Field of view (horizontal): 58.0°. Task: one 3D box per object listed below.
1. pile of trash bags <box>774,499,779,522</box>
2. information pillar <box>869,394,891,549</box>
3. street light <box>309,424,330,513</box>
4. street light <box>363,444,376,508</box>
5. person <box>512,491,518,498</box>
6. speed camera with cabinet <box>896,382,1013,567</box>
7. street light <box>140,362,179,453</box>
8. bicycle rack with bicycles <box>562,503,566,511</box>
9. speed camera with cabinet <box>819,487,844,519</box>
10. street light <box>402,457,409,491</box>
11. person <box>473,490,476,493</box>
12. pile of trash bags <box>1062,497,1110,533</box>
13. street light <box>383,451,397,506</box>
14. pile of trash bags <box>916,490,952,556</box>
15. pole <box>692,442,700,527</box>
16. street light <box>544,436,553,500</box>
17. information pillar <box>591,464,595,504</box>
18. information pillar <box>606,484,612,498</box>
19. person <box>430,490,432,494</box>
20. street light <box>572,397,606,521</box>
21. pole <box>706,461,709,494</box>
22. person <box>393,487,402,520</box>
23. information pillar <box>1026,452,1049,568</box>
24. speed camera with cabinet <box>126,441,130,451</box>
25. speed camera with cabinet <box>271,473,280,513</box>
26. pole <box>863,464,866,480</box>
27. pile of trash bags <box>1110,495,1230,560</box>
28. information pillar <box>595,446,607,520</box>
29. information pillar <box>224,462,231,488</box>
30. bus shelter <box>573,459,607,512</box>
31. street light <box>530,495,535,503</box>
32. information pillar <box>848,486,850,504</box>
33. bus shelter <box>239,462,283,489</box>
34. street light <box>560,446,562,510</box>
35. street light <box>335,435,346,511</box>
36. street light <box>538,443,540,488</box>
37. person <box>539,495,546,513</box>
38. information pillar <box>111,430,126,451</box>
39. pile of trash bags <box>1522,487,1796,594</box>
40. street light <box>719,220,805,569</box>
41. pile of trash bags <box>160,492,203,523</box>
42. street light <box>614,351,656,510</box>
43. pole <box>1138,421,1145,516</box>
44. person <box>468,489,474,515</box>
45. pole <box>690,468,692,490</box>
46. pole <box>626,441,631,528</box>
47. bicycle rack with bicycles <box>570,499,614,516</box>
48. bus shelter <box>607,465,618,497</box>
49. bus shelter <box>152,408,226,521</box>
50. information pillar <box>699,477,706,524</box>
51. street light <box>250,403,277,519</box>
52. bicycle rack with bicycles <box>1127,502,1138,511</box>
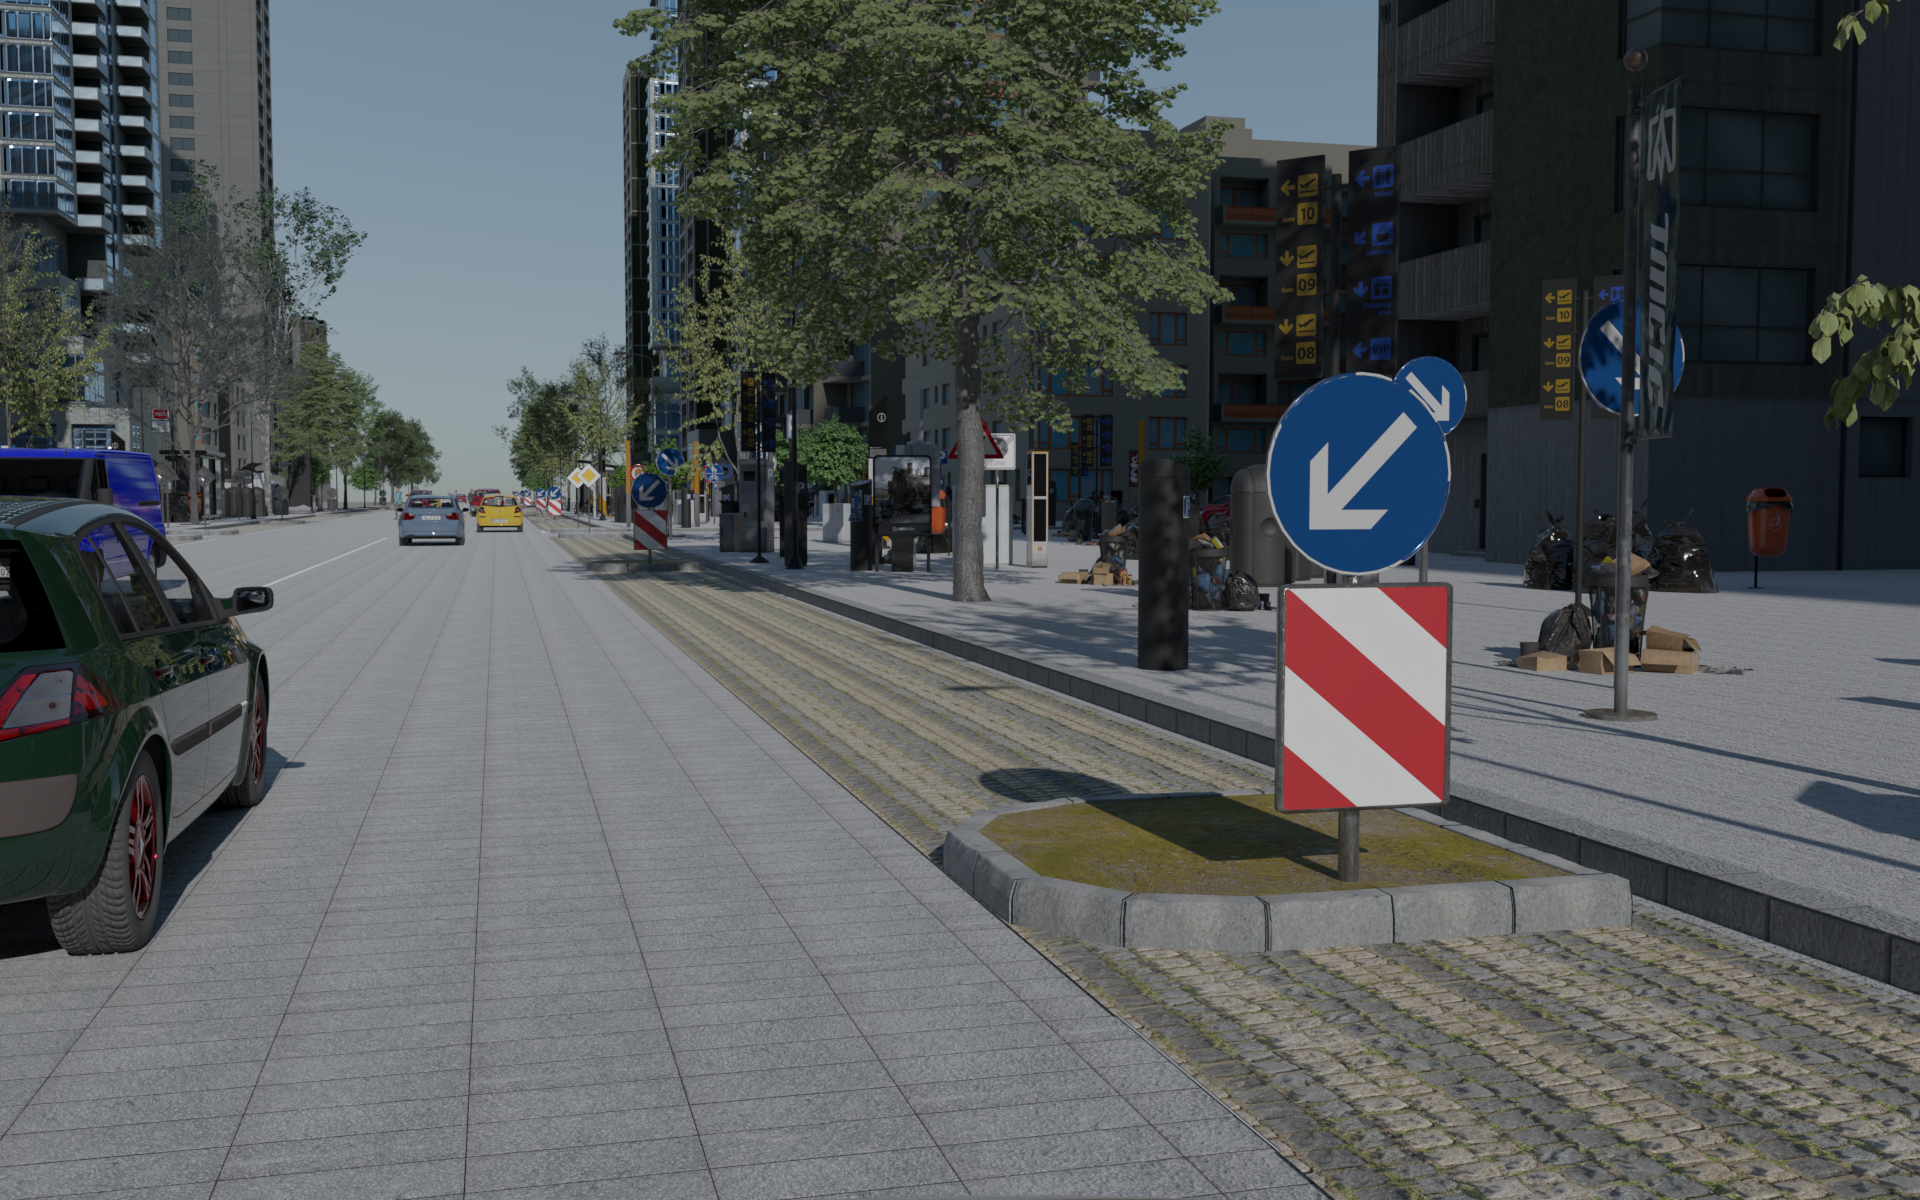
[{"bbox_3d":[-8.389,-4.300,80.064,1.912,1.369,3.447,-1,4,-23],"label":"pile of trash bags"},{"bbox_3d":[-1.887,-3.007,40.525,0.504,3.616,0.183,1,4,17],"label":"information pillar"},{"bbox_3d":[-42.713,-8.743,115.483,1.470,5.913,1.316,-1,4,-15],"label":"street light"},{"bbox_3d":[-54.941,-11.548,161.345,1.470,5.913,1.316,-1,4,-15],"label":"street light"},{"bbox_3d":[-43.665,-9.782,169.148,1.217,1.735,0.721,1,4,12],"label":"person"},{"bbox_3d":[-0.098,-2.243,31.009,2.038,3.252,0.660,-1,4,-18],"label":"speed camera with cabinet"},{"bbox_3d":[-28.095,-5.397,60.776,1.470,5.913,1.316,-1,4,-15],"label":"street light"},{"bbox_3d":[-29.614,-7.373,133.933,2.852,0.926,2.925,-1,4,-20],"label":"bicycle rack with bicycles"},{"bbox_3d":[-6.281,-5.801,89.175,2.038,3.252,0.660,-3,5,-43],"label":"speed camera with cabinet"},{"bbox_3d":[-69.584,-14.873,215.713,1.470,5.913,1.316,-1,4,-15],"label":"street light"},{"bbox_3d":[-38.818,-7.940,138.836,1.217,1.766,0.721,2,4,26],"label":"person"},{"bbox_3d":[5.178,-2.913,57.372,3.447,1.369,1.912,-1,4,-15],"label":"pile of trash bags"},{"bbox_3d":[-62.019,-13.182,188.064,1.470,5.913,1.316,-1,4,-15],"label":"street light"},{"bbox_3d":[-0.175,-1.700,37.550,1.912,1.369,3.447,1,4,12],"label":"pile of trash bags"},{"bbox_3d":[-10.244,-4.503,67.462,0.158,3.312,0.155,0,3,0],"label":"pole"},{"bbox_3d":[-32.181,-10.072,137.211,1.470,5.913,1.316,-1,4,-15],"label":"street light"},{"bbox_3d":[-24.729,-7.687,117.041,0.504,3.616,0.183,-3,5,-44],"label":"information pillar"},{"bbox_3d":[-24.399,-7.096,120.512,0.304,2.012,0.304,1,4,12],"label":"information pillar"},{"bbox_3d":[-57.549,-11.000,188.349,0.705,1.824,1.348,-1,4,-17],"label":"person"},{"bbox_3d":[-17.777,-6.765,83.155,1.470,5.913,1.316,-1,4,-15],"label":"street light"},{"bbox_3d":[-15.469,-6.868,106.128,0.158,3.312,0.155,0,3,0],"label":"pole"},{"bbox_3d":[-31.082,-5.359,95.980,0.748,1.841,0.638,1,4,10],"label":"person"},{"bbox_3d":[1.343,-1.566,30.091,0.304,2.012,0.304,-1,4,-16],"label":"information pillar"},{"bbox_3d":[-31.651,-4.295,64.558,2.038,3.252,0.660,-3,5,-40],"label":"speed camera with cabinet"},{"bbox_3d":[-46.580,-7.476,116.560,0.660,3.252,2.038,1,4,11],"label":"speed camera with cabinet"},{"bbox_3d":[-5.810,-6.828,105.481,0.158,3.312,0.155,0,3,0],"label":"pole"},{"bbox_3d":[4.973,-1.489,34.102,3.447,1.369,1.912,-1,4,-21],"label":"pile of trash bags"},{"bbox_3d":[-17.494,-5.708,84.682,0.183,3.616,0.504,2,4,26],"label":"information pillar"},{"bbox_3d":[-53.050,-8.204,125.482,0.504,3.616,0.183,1,4,13],"label":"information pillar"},{"bbox_3d":[-25.814,-7.891,120.296,1.731,3.624,6.357,-1,4,-15],"label":"bus shelter"},{"bbox_3d":[-44.815,-12.951,184.290,1.470,5.913,1.316,-1,4,-15],"label":"street light"},{"bbox_3d":[-5.044,-5.340,78.661,0.183,3.616,0.504,0,4,-1],"label":"information pillar"},{"bbox_3d":[-45.126,-7.216,111.905,2.014,3.302,5.546,-1,4,-15],"label":"bus shelter"},{"bbox_3d":[-24.903,-8.399,109.862,1.470,5.913,1.316,-1,4,-15],"label":"street light"},{"bbox_3d":[-47.887,-9.913,134.619,1.470,5.913,1.316,-1,4,-15],"label":"street light"},{"bbox_3d":[-37.669,-11.318,157.588,1.470,5.913,1.316,-1,4,-15],"label":"street light"},{"bbox_3d":[-30.617,-7.195,126.978,0.563,1.720,0.643,-2,4,-27],"label":"person"},{"bbox_3d":[-30.877,-4.418,63.581,0.504,3.616,0.183,0,4,-3],"label":"information pillar"},{"bbox_3d":[9.444,-0.820,23.159,3.447,1.369,1.912,0,4,-5],"label":"pile of trash bags"},{"bbox_3d":[-3.346,-3.472,29.312,1.470,5.913,1.316,-1,4,-15],"label":"street light"},{"bbox_3d":[-35.284,-4.143,77.483,1.912,1.369,3.447,1,4,19],"label":"pile of trash bags"},{"bbox_3d":[-10.559,-5.138,56.547,1.470,5.913,1.316,-1,4,-15],"label":"street light"},{"bbox_3d":[5.039,-3.320,48.127,0.158,3.312,0.155,0,3,0],"label":"pole"},{"bbox_3d":[-34.008,-6.856,120.767,0.661,1.801,0.590,3,4,38],"label":"person"},{"bbox_3d":[-16.159,-6.766,104.467,0.158,3.312,0.155,0,3,0],"label":"pole"},{"bbox_3d":[-12.704,-4.432,66.313,0.158,3.312,0.155,0,3,0],"label":"pole"},{"bbox_3d":[-21.804,-5.564,104.360,2.925,0.926,2.852,0,3,0],"label":"bicycle rack with bicycles"},{"bbox_3d":[-27.480,-8.834,135.718,1.731,3.624,6.357,-1,4,-15],"label":"bus shelter"},{"bbox_3d":[-37.239,-6.479,83.558,2.179,5.291,8.768,-1,4,-15],"label":"bus shelter"},{"bbox_3d":[-11.042,-4.262,74.175,0.304,2.012,0.304,0,4,-5],"label":"information pillar"},{"bbox_3d":[-35.479,-7.076,88.232,1.470,5.913,1.316,-1,4,-15],"label":"street light"},{"bbox_3d":[13.924,-7.740,139.937,2.852,0.926,2.925,2,4,28],"label":"bicycle rack with bicycles"}]
